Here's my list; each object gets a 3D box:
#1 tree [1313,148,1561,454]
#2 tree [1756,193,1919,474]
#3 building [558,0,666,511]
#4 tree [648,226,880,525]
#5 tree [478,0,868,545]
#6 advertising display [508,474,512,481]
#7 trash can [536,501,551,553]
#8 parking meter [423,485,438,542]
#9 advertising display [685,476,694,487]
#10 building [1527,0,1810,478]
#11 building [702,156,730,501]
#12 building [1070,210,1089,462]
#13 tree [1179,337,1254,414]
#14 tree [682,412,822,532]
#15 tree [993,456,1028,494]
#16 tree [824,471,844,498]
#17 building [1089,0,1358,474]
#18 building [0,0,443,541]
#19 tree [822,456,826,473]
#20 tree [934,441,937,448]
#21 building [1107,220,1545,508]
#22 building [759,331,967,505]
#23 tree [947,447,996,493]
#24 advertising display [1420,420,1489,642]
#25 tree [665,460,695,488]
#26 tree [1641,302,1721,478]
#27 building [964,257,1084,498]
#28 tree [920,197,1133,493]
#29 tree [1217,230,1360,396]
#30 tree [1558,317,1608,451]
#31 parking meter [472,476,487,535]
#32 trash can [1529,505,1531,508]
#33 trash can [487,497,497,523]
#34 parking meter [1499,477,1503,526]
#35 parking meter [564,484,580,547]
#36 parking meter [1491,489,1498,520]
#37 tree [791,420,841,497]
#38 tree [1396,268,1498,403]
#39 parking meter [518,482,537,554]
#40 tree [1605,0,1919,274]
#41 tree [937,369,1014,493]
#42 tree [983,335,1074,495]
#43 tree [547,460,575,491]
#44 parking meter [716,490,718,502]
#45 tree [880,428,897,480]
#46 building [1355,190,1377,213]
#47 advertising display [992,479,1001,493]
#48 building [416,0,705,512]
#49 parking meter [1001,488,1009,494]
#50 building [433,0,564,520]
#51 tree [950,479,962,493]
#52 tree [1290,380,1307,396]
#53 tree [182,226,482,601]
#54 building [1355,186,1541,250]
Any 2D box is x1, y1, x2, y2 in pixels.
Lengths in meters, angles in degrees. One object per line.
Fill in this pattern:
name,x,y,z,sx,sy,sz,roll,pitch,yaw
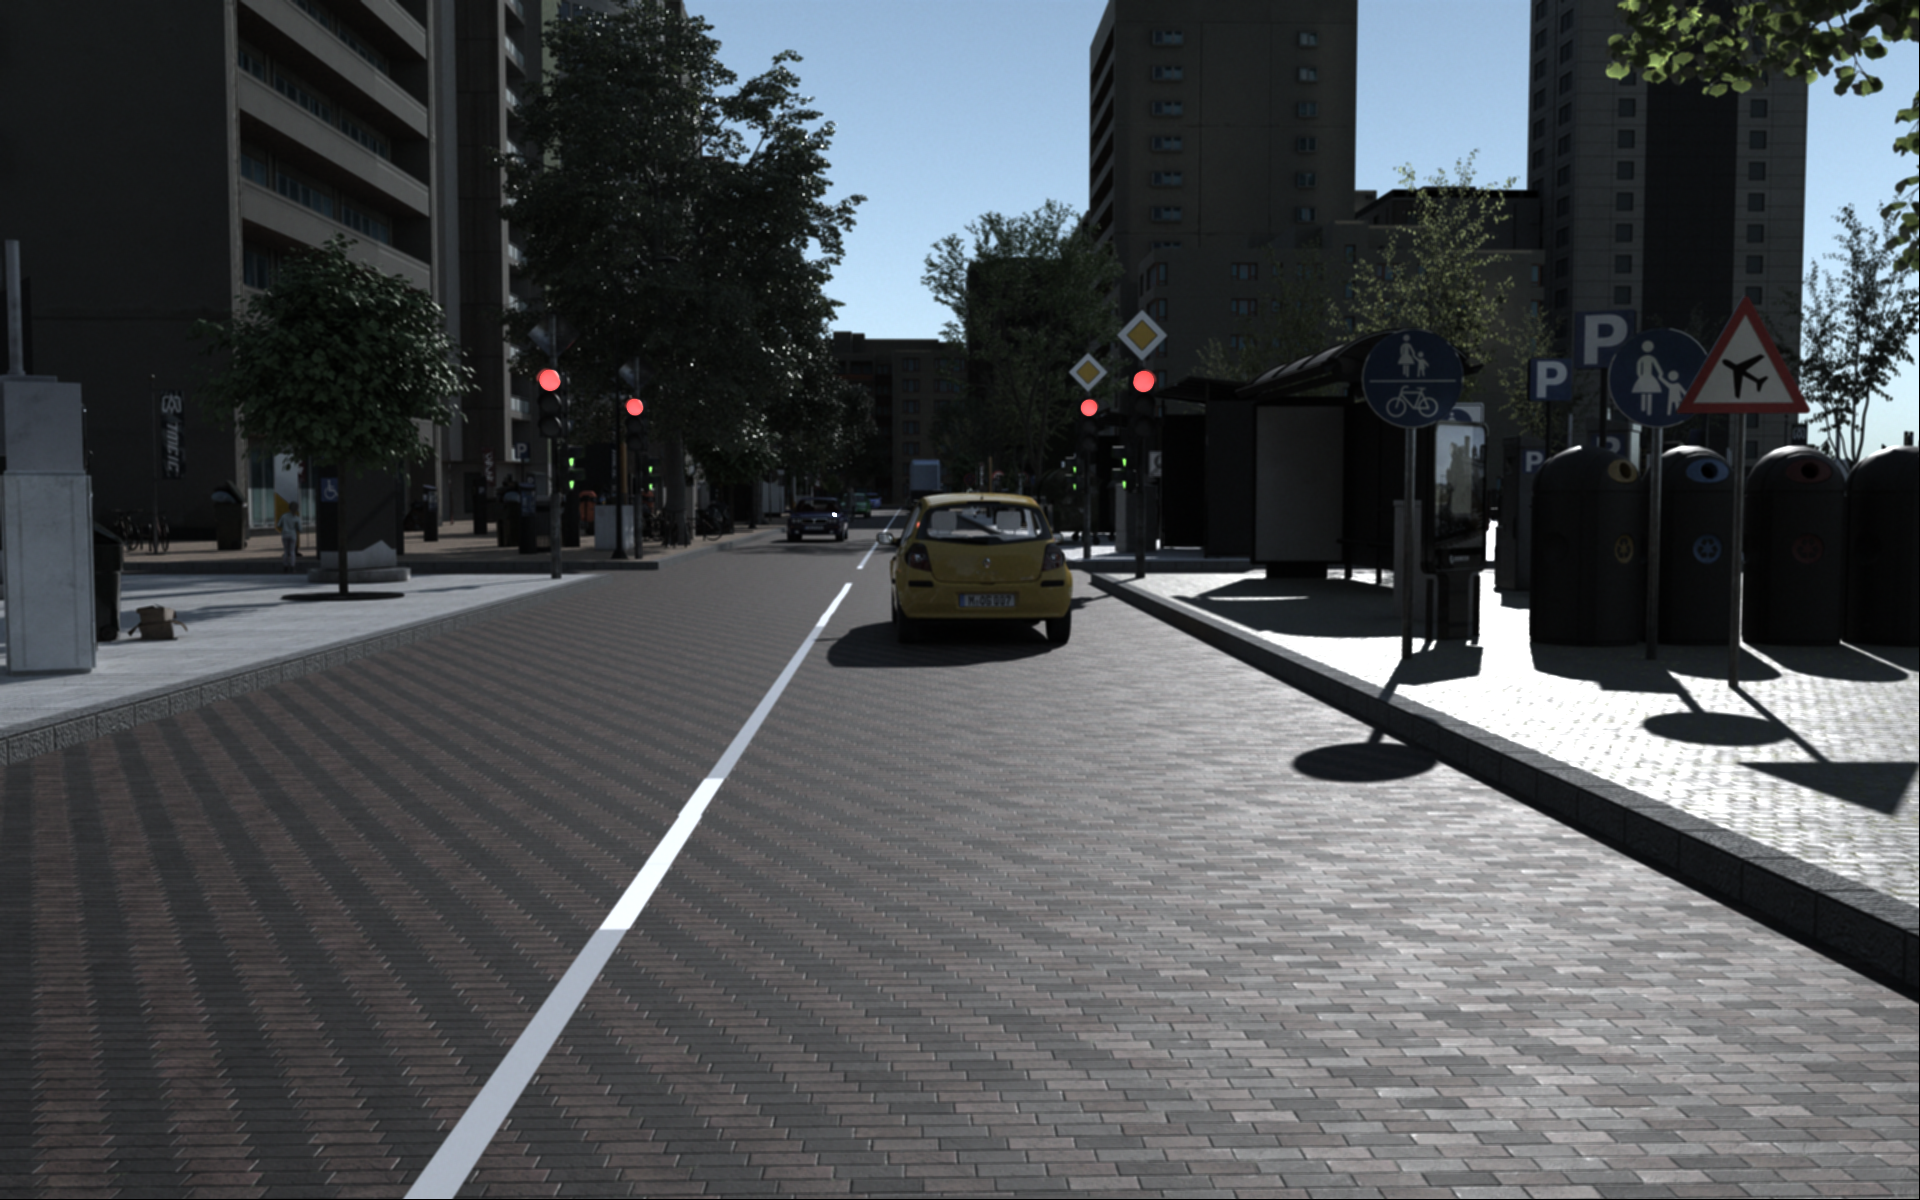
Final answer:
tree,10.184,-5.337,37.622,4.360,8.622,3.978,0,3,0
tree,22.007,-5.658,42.868,4.360,8.622,3.978,0,3,0
building,-33.306,-35.495,122.343,21.231,58.520,28.212,0,4,-2
tree,-8.612,-9.475,71.924,9.611,12.733,9.660,0,3,0
tree,-7.165,-8.352,43.210,9.857,13.997,8.962,0,3,0
advertising display,-14.359,-3.066,55.340,0.123,1.923,0.974,-1,4,-15
trash can,-9.250,-1.621,38.162,0.748,1.137,0.748,0,3,0
parking meter,-14.336,-2.354,46.902,0.372,1.533,0.369,0,3,0
advertising display,-10.055,-3.496,62.376,0.974,1.923,0.123,-2,4,-31
building,63.764,-44.237,161.531,20.611,71.187,20.563,0,4,-2
building,-43.232,-34.388,216.863,28.867,44.769,22.147,0,4,-2
building,26.593,-32.518,223.552,23.993,40.220,32.217,0,4,-2
tree,12.311,-7.960,80.502,4.360,8.622,3.978,0,3,0
tree,-7.773,-4.579,58.583,4.285,4.588,4.351,0,3,0
tree,2.738,-5.778,89.068,1.663,3.219,1.824,0,3,0
tree,-11.406,-9.735,153.774,1.663,3.219,1.824,0,3,0
building,23.703,-32.861,160.985,21.300,48.544,21.600,0,4,-2
building,-30.912,-26.475,56.575,21.300,48.544,21.600,0,4,-2
tree,-9.525,-7.249,102.229,4.285,4.588,4.351,0,3,0
tree,0.023,-12.689,157.830,4.360,8.622,3.978,0,3,0
building,27.047,-17.837,136.682,27.650,21.520,28.899,0,4,-2
building,-13.947,-22.991,220.937,28.899,21.520,27.650,0,4,-2
tree,0.829,-8.136,116.737,4.285,4.588,4.351,0,3,0
advertising display,4.375,-0.618,15.321,0.123,1.923,0.974,3,5,44
tree,-13.860,-5.554,85.412,1.663,3.219,1.824,0,3,0
tree,28.105,-7.166,67.534,4.360,8.622,3.978,0,3,0
building,7.757,-27.049,213.953,14.107,30.474,14.160,0,4,-2
tree,2.679,-8.351,62.294,9.928,11.665,9.643,0,3,0
tree,9.360,-6.036,49.051,4.737,8.622,4.395,0,3,0
tree,22.601,-7.131,66.952,4.360,8.622,3.978,0,3,0
parking meter,-15.217,-3.006,54.862,0.399,1.863,0.255,-3,5,-41
trash can,31.018,-5.037,94.000,0.748,1.137,0.748,0,3,0
trash can,-20.994,-4.026,77.474,0.748,1.137,0.748,0,3,0
parking meter,15.871,-2.722,50.218,0.399,1.863,0.255,0,4,-4
parking meter,-9.390,-2.048,41.892,0.372,1.533,0.369,0,3,0
parking meter,26.545,-4.744,85.967,0.372,1.533,0.369,0,3,0
tree,-10.304,-10.563,123.072,4.737,8.622,4.395,0,3,0
tree,15.171,-6.444,55.715,4.737,8.622,4.395,0,3,0
parking meter,-9.241,-1.748,36.996,0.372,1.533,0.369,0,3,0
tree,4.497,-5.338,5.407,7.486,12.596,7.792,0,3,0
tree,1.625,-9.268,101.900,4.360,8.622,3.978,0,3,0
tree,2.881,-7.870,79.035,4.737,8.622,4.395,0,3,0
tree,-18.369,-5.203,79.669,1.663,3.219,1.824,0,3,0
parking meter,-13.573,-5.461,97.705,0.372,1.533,0.369,0,3,0
tree,-11.080,-15.587,171.848,9.611,12.733,9.660,0,3,0
building,50.750,-32.562,224.269,23.993,40.220,32.217,0,4,-2
advertising display,1.549,-4.153,73.119,0.123,1.923,0.974,-1,4,-15
building,-35.389,-32.736,158.938,21.600,48.544,21.300,0,4,-2
parking meter,1.988,-4.152,76.298,0.372,1.533,0.369,0,3,0
building,-28.493,-24.705,87.529,14.154,41.232,14.086,0,4,-2
tree,-0.221,-11.749,186.691,1.663,3.219,1.824,0,3,0
tree,19.342,-9.195,100.705,4.360,8.622,3.978,0,3,0
tree,-7.556,-2.300,21.320,4.285,4.588,4.351,0,3,0
building,46.288,-24.153,166.603,14.107,30.474,14.160,0,4,-2
